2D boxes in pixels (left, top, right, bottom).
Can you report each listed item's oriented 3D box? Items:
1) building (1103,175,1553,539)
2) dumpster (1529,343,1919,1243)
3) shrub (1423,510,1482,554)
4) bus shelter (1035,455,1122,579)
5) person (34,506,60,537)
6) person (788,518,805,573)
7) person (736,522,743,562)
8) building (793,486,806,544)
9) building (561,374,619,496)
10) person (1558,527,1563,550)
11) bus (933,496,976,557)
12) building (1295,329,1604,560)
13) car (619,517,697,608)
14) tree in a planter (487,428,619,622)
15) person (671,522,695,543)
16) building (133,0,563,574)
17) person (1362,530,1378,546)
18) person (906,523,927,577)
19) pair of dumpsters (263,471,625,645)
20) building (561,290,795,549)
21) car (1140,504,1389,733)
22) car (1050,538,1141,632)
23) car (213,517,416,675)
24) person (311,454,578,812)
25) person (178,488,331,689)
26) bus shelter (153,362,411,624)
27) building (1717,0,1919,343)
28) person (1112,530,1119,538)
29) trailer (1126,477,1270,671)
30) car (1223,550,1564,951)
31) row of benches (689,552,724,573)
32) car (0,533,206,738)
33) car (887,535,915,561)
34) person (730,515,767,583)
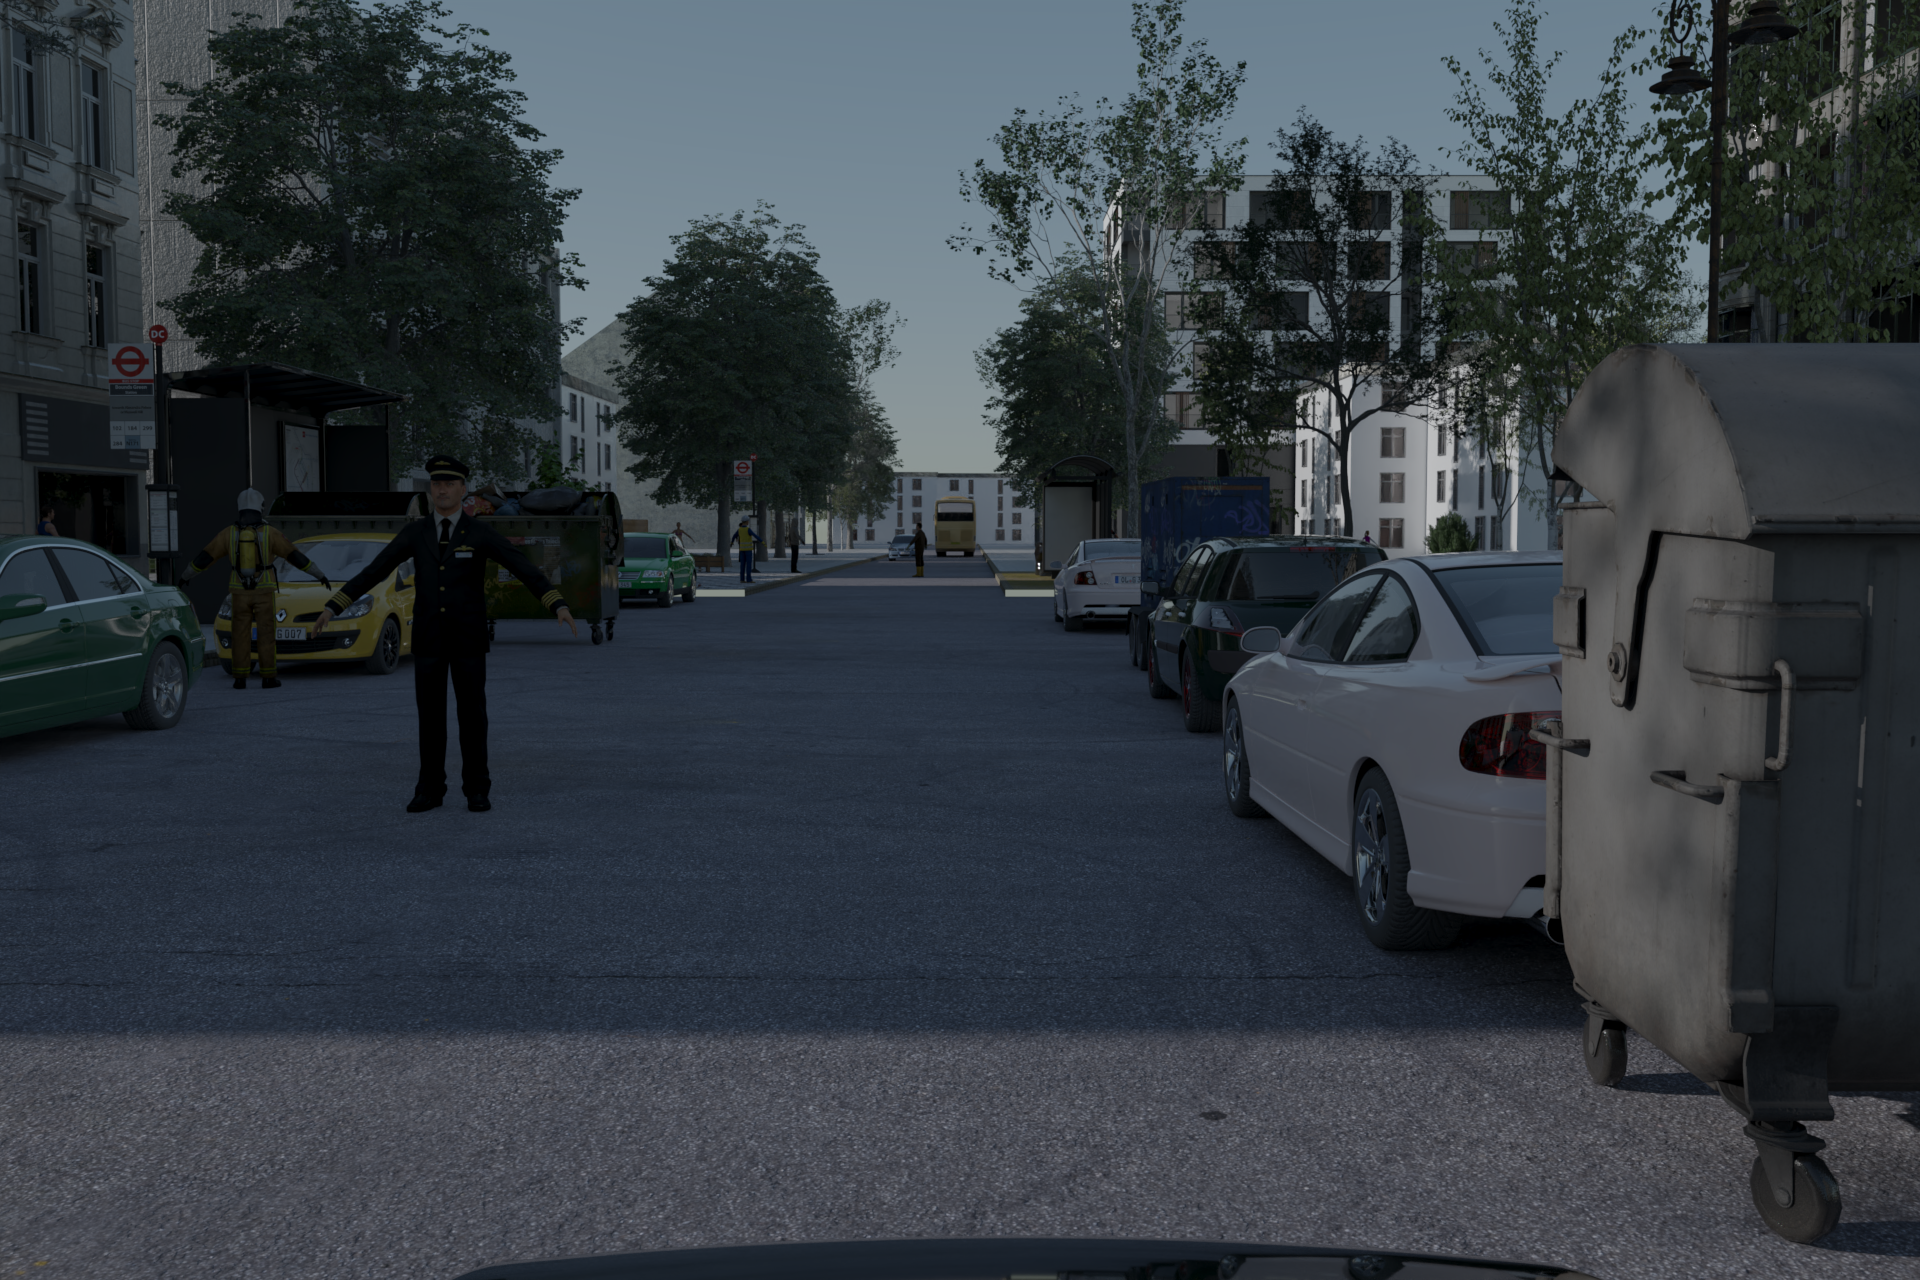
[{"bbox_3d":[23.232,-16.588,115.181,27.936,21.610,32.646,0,3,0],"label":"building"},{"bbox_3d":[2.388,0.260,3.969,1.865,1.857,1.264,0,4,0],"label":"dumpster"},{"bbox_3d":[14.687,-2.892,51.698,1.690,2.028,1.600,0,3,0],"label":"shrub"},{"bbox_3d":[3.134,-3.239,46.882,2.014,3.302,5.546,0,4,0],"label":"bus shelter"},{"bbox_3d":[-17.431,-1.652,33.180,1.345,1.807,0.704,3,4,36],"label":"person"},{"bbox_3d":[-5.416,-3.117,57.087,0.705,1.813,1.348,-2,4,-24],"label":"person"},{"bbox_3d":[-9.879,-4.428,78.577,0.705,1.806,1.347,1,4,20],"label":"person"},{"bbox_3d":[-28.663,-21.000,209.800,16.747,18.905,31.486,0,4,0],"label":"building"},{"bbox_3d":[-24.957,-9.882,103.726,9.099,9.664,28.070,0,4,0],"label":"building"},{"bbox_3d":[16.743,-2.546,47.483,1.347,1.847,0.705,-1,4,-16],"label":"person"},{"bbox_3d":[-0.323,-7.349,111.703,2.896,3.916,12.252,0,4,0],"label":"bus"},{"bbox_3d":[23.575,-8.733,84.940,9.099,9.664,28.070,0,3,0],"label":"building"},{"bbox_3d":[-6.482,-1.608,35.084,1.959,1.807,4.718,0,4,0],"label":"car"},{"bbox_3d":[-6.862,-1.959,29.253,1.991,3.239,1.994,0,4,1],"label":"tree in a planter"},{"bbox_3d":[-10.591,-3.576,65.272,1.217,1.733,0.721,-1,4,-14],"label":"person"},{"bbox_3d":[-28.596,-12.532,71.350,16.747,18.905,31.486,0,4,1],"label":"building"},{"bbox_3d":[16.795,-3.788,71.206,0.599,1.433,0.991,-2,4,-35],"label":"person"},{"bbox_3d":[-1.382,-3.003,57.689,0.704,1.812,1.346,2,4,27],"label":"person"},{"bbox_3d":[-6.720,-1.086,22.712,4.436,2.255,1.574,0,4,0],"label":"pair of dumpsters"},{"bbox_3d":[-25.811,-20.252,162.051,19.493,23.208,18.063,0,4,1],"label":"building"},{"bbox_3d":[2.497,-0.250,13.881,2.009,1.686,4.222,0,4,1],"label":"car"},{"bbox_3d":[2.457,-0.885,26.825,2.083,1.381,4.827,0,4,0],"label":"car"},{"bbox_3d":[-6.632,-0.528,18.861,2.015,1.641,3.980,0,4,1],"label":"car"},{"bbox_3d":[-2.656,-0.037,8.999,1.347,1.837,0.705,0,4,-4],"label":"person"},{"bbox_3d":[-6.565,-0.481,16.093,1.354,1.858,0.705,-1,4,-12],"label":"person"},{"bbox_3d":[-10.236,-2.167,26.719,1.731,3.624,6.357,0,4,-1],"label":"bus shelter"},{"bbox_3d":[26.704,-13.071,30.358,14.369,24.946,33.146,0,3,0],"label":"building"},{"bbox_3d":[6.157,-4.068,72.660,1.345,1.843,0.704,-1,4,-21],"label":"person"},{"bbox_3d":[2.568,-0.742,19.187,1.471,1.999,3.904,0,4,-1],"label":"trailer"},{"bbox_3d":[2.323,0.306,7.352,2.083,1.381,4.827,0,4,-1],"label":"car"},{"bbox_3d":[-9.453,-2.681,59.296,1.422,0.672,4.104,-3,5,-40],"label":"row of benches"},{"bbox_3d":[-6.726,0.026,11.372,2.131,1.459,4.920,0,4,0],"label":"car"},{"bbox_3d":[-2.850,-4.901,92.130,2.014,1.417,4.499,0,4,1],"label":"car"},{"bbox_3d":[-5.541,-2.373,45.266,1.216,1.772,0.721,2,4,33],"label":"person"}]
